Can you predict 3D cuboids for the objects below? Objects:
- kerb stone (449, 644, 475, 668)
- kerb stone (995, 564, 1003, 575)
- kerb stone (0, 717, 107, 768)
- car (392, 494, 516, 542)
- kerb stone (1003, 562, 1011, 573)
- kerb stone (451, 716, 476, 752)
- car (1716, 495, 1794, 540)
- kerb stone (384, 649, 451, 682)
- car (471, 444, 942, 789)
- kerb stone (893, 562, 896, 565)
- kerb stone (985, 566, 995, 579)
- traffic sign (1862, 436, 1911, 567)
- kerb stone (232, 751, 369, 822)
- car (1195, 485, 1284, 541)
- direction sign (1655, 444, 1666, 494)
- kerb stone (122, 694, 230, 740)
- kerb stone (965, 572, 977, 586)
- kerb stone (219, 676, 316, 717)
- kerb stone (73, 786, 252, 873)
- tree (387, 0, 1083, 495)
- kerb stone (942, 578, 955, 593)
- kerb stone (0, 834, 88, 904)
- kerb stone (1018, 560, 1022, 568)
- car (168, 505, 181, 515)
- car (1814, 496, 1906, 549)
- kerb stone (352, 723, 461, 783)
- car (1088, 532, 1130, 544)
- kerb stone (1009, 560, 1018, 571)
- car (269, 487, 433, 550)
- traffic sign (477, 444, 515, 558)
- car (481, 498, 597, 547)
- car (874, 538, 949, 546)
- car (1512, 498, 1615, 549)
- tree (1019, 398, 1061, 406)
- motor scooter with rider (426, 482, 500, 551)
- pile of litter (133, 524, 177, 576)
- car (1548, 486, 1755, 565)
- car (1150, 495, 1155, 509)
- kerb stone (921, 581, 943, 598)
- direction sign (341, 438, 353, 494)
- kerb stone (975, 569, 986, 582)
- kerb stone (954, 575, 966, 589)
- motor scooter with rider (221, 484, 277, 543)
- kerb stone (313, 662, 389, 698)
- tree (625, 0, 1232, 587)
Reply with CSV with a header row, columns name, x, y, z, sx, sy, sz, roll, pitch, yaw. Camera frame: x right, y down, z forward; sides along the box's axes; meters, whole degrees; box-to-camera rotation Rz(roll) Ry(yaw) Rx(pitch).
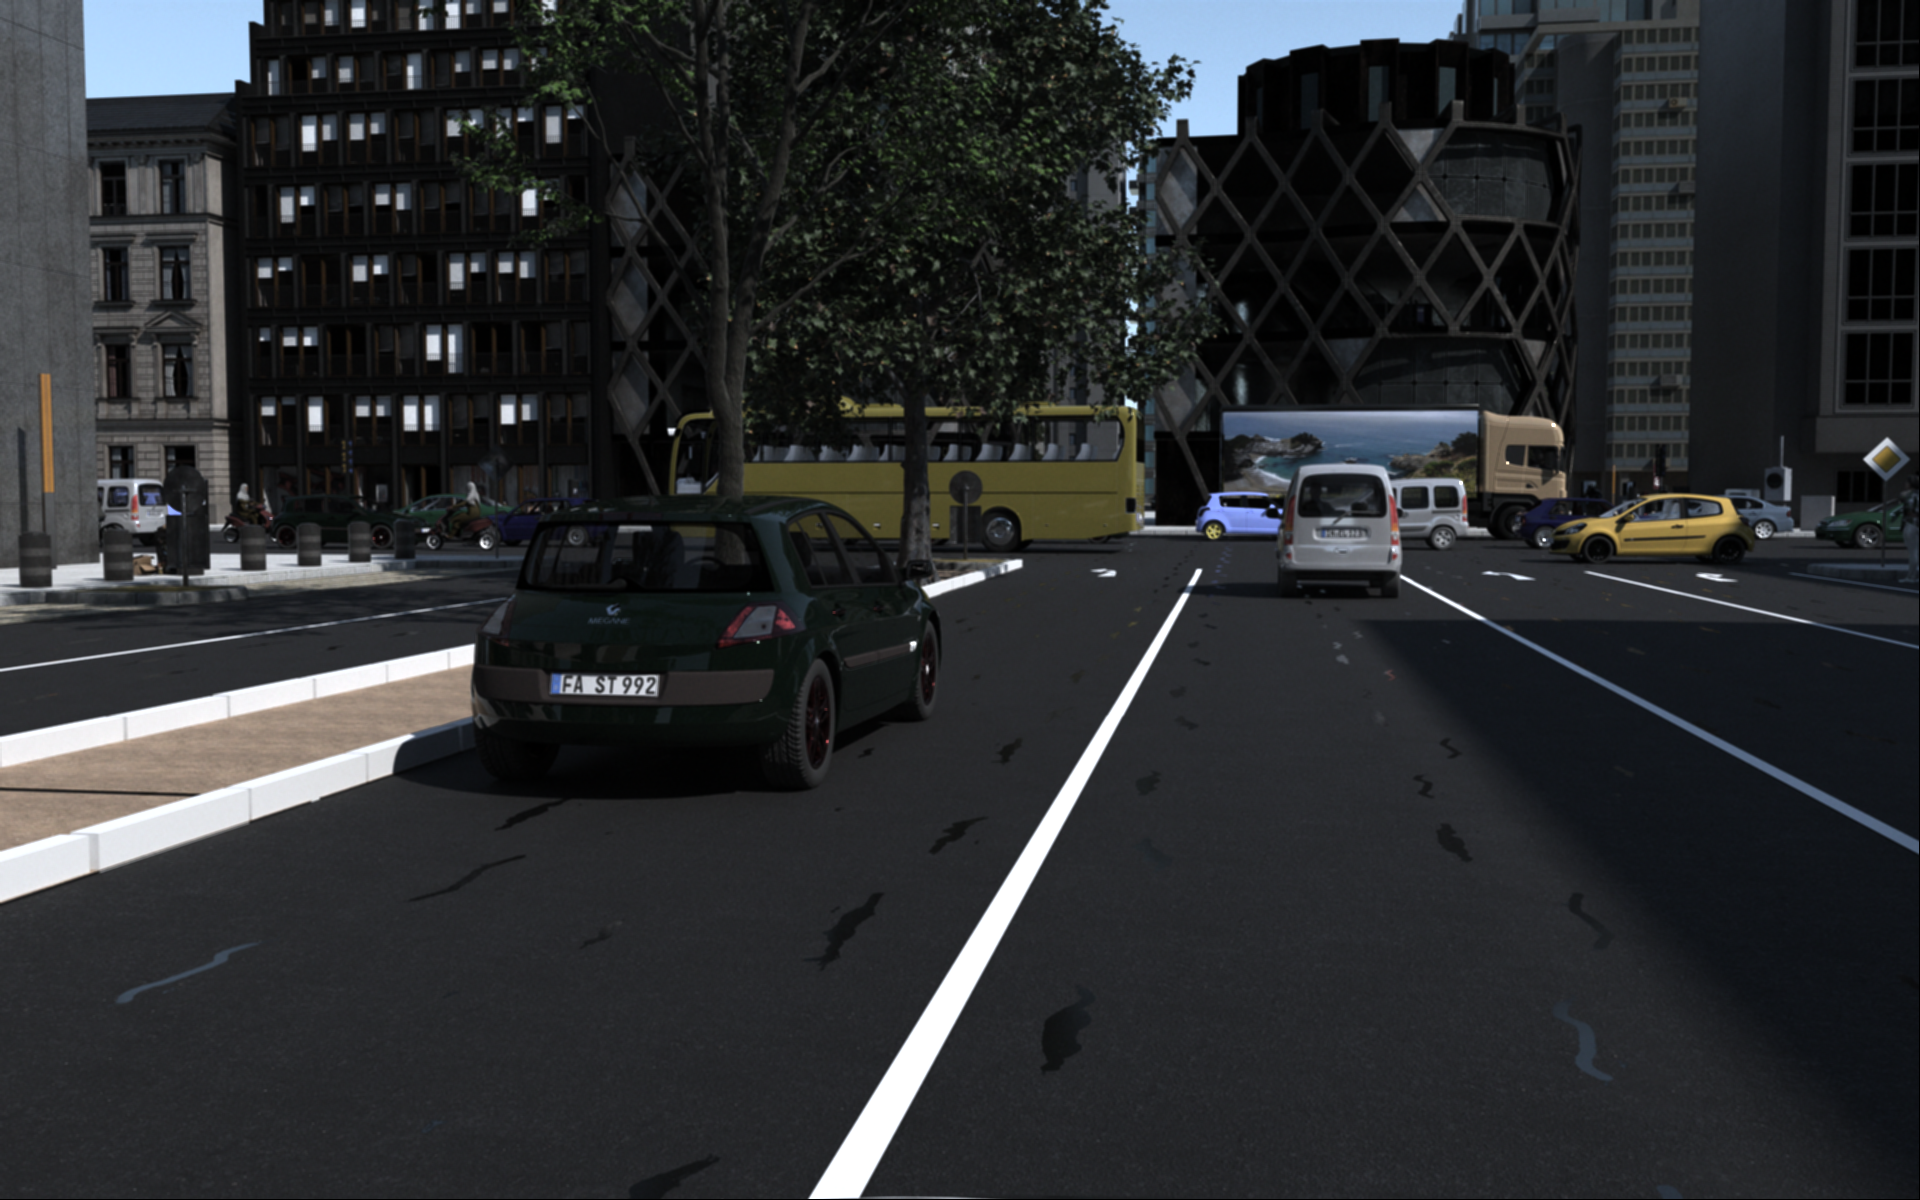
name,x,y,z,sx,sy,sz,roll,pitch,yaw
kerb stone,-4.132,0.464,14.604,0.120,0.150,1.000,1,4,9
kerb stone,0.577,-0.494,30.385,0.120,0.150,1.000,1,4,9
kerb stone,-4.966,0.779,9.508,0.120,0.150,1.000,1,4,9
car,-15.603,-2.477,52.304,4.920,1.459,2.131,0,4,8
kerb stone,0.748,-0.563,31.397,0.120,0.150,1.000,1,4,9
kerb stone,-2.738,0.740,10.103,0.120,0.150,1.000,1,4,9
car,24.045,-2.639,55.149,4.499,1.417,2.014,1,4,11
kerb stone,-4.298,0.527,13.578,0.120,0.150,1.000,1,4,9
car,-1.249,-0.008,9.918,2.009,1.686,4.222,1,4,11
kerb stone,-1.136,-0.654,32.883,0.120,0.150,1.000,1,4,9
kerb stone,0.417,-0.439,29.371,0.120,0.150,1.000,1,4,9
traffic sign,16.177,-1.631,30.307,0.795,2.450,0.064,1,4,9
kerb stone,-3.073,0.865,8.069,0.120,0.150,1.000,1,4,9
car,9.101,-2.670,53.241,3.694,1.707,1.945,1,4,9
direction sign,31.789,-5.300,78.657,0.876,3.537,0.379,-3,5,-41
kerb stone,-4.798,0.719,10.528,0.120,0.150,1.000,1,4,9
kerb stone,0.089,-0.315,27.339,0.120,0.150,1.000,1,4,9
kerb stone,-4.636,0.651,11.553,0.120,0.150,1.000,1,4,9
kerb stone,-3.234,0.926,7.053,0.120,0.150,1.000,1,4,9
tree,-2.192,-5.398,16.466,9.928,11.665,9.643,0,3,0
kerb stone,-0.254,-0.190,25.312,0.120,0.150,1.000,1,4,9
kerb stone,-3.413,0.989,6.028,0.120,0.150,1.000,1,4,9
kerb stone,1.080,-0.687,33.427,0.120,0.150,1.000,1,4,9
car,-29.333,-3.154,61.163,3.694,1.707,1.945,1,4,9
car,25.162,-2.065,45.556,4.920,1.459,2.131,1,4,10
kerb stone,-2.910,0.802,9.084,0.120,0.150,1.000,1,4,9
car,2.893,-2.516,50.925,4.222,1.686,2.009,1,4,10
kerb stone,0.918,-0.625,32.409,0.120,0.150,1.000,1,4,9
car,-16.059,-2.195,45.682,4.222,1.686,2.009,0,4,7
traffic sign,-9.227,-1.886,34.474,0.795,2.450,0.064,1,4,9
car,-11.426,-2.129,47.392,3.894,1.354,1.945,1,4,9
car,-2.075,-2.369,48.513,4.222,1.686,2.009,1,4,10
car,16.617,-2.015,45.528,3.894,1.354,1.945,1,4,10
tree,4.046,-12.758,130.645,6.751,12.117,7.091,0,3,0
motor scooter with rider,-12.619,-2.141,43.963,1.986,1.779,0.876,1,4,9
pile of litter,-12.994,-0.851,27.871,1.176,0.858,1.719,1,4,14
car,14.380,-1.585,36.140,3.980,1.641,2.015,0,4,8
car,19.689,-9.799,170.002,2.009,1.686,4.222,1,4,10
kerb stone,-0.413,-0.129,24.298,0.120,0.150,1.000,1,4,9
direction sign,-24.776,-4.772,70.027,0.379,3.537,0.876,1,4,9
kerb stone,0.252,-0.377,28.358,0.120,0.150,1.000,1,4,9
kerb stone,-0.085,-0.252,26.324,0.120,0.150,1.000,1,4,9
motor scooter with rider,-20.774,-2.559,50.805,1.986,1.779,0.876,0,4,8
kerb stone,-4.462,0.589,12.565,0.120,0.150,1.000,1,4,9
tree,-0.680,-6.564,26.786,9.611,12.733,9.660,0,3,0
